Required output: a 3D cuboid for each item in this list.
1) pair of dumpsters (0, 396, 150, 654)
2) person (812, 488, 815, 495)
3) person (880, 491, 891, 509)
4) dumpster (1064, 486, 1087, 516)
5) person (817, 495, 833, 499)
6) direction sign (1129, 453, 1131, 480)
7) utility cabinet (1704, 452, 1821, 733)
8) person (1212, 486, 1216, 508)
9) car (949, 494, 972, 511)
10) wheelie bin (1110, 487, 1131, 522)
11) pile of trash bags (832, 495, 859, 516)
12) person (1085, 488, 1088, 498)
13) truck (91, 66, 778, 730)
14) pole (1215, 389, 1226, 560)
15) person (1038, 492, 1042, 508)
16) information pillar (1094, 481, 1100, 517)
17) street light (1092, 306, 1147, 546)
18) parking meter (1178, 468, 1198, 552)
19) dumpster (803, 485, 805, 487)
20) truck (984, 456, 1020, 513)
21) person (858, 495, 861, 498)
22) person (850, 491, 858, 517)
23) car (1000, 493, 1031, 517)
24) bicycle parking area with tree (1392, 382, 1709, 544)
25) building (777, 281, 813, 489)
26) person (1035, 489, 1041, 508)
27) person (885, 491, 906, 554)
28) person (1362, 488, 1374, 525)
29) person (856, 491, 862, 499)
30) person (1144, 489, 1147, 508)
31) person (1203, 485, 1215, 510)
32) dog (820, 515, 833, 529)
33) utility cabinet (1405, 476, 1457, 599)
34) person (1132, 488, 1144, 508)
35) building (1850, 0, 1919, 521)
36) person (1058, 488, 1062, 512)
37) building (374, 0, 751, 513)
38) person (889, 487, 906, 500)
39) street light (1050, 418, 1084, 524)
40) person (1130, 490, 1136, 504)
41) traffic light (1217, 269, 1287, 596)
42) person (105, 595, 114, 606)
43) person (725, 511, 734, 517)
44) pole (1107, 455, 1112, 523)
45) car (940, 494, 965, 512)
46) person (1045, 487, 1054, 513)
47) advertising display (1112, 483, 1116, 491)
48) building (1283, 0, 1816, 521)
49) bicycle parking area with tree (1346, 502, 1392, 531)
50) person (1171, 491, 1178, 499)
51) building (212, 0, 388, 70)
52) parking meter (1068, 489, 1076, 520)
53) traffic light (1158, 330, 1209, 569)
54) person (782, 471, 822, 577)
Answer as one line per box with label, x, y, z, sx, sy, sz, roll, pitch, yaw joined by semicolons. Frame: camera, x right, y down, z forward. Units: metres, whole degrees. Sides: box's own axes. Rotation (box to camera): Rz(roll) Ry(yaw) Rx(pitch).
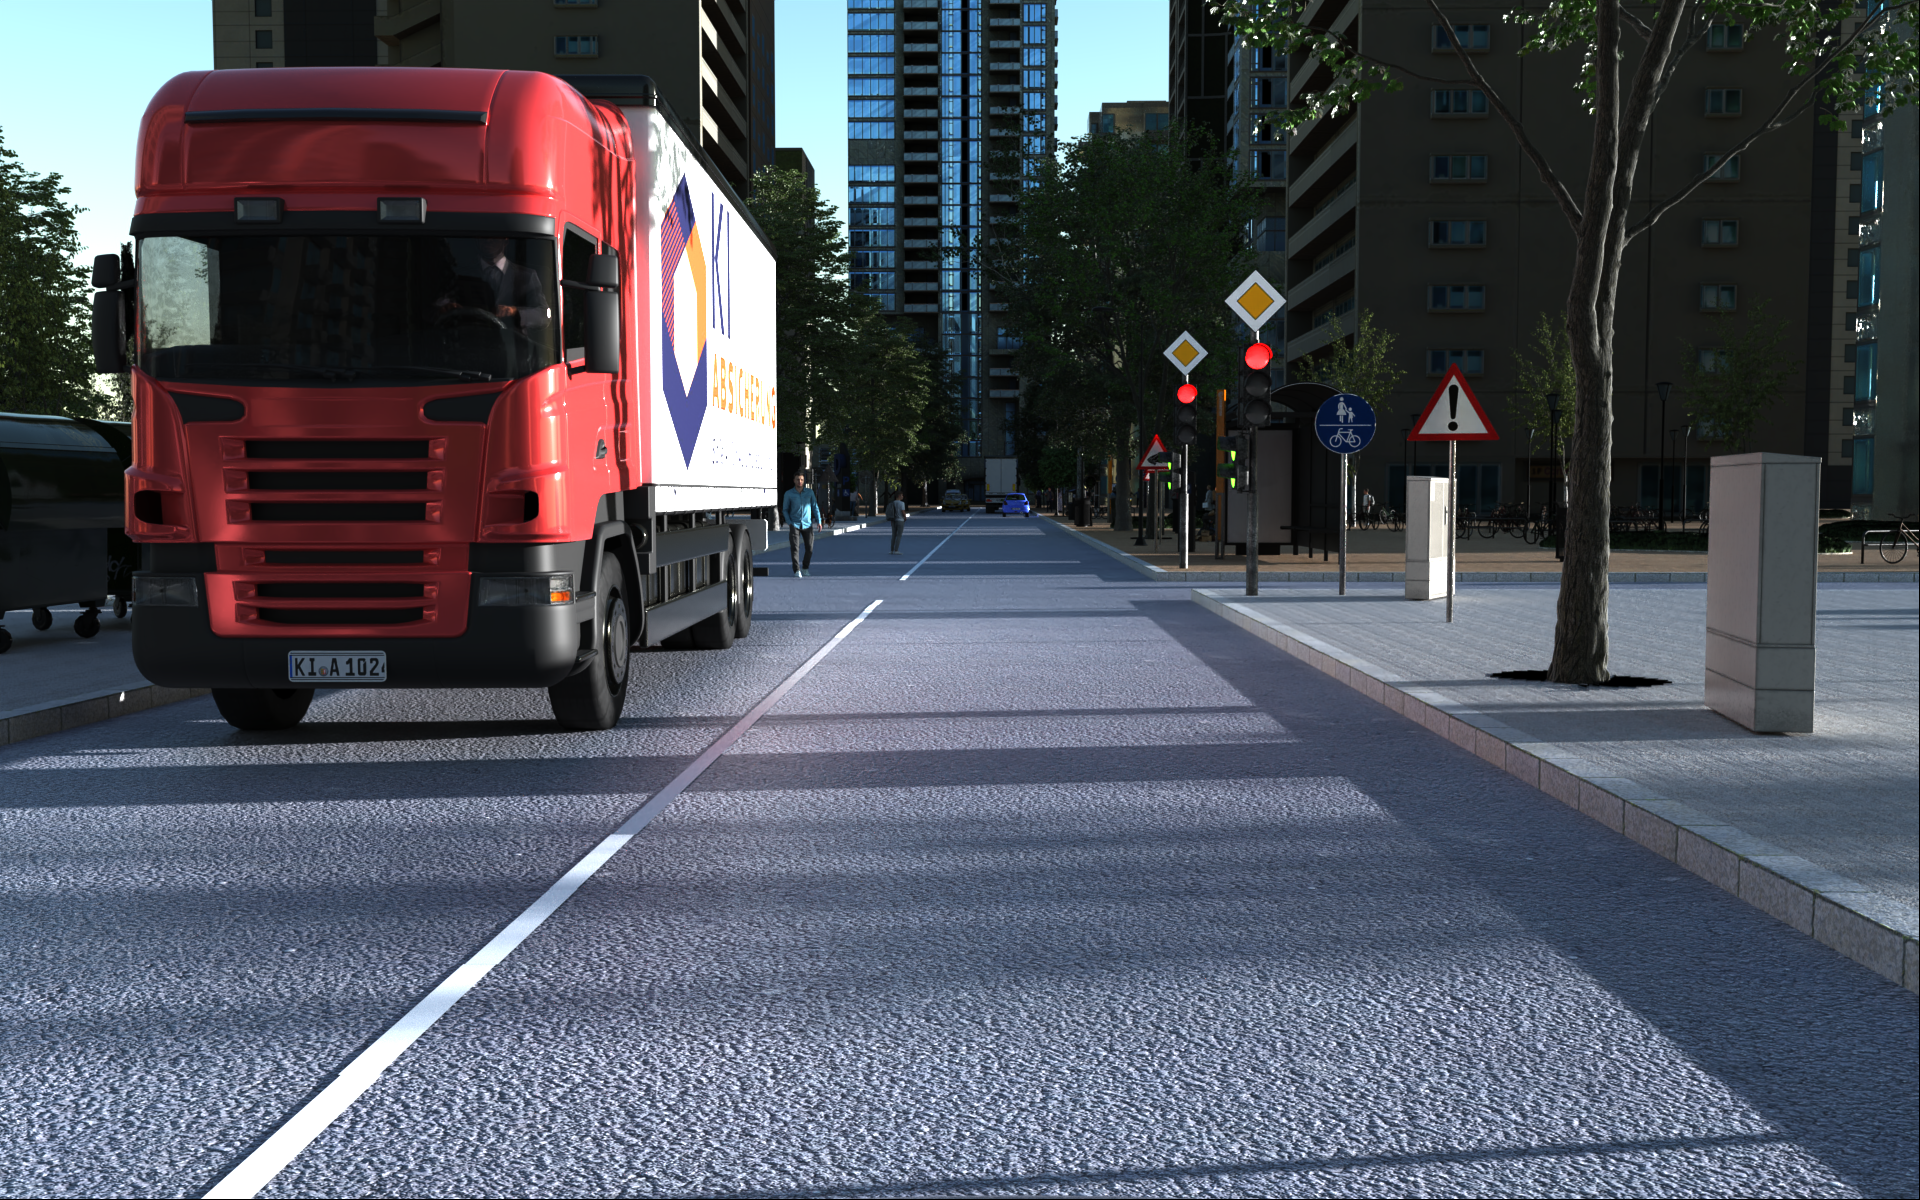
pair of dumpsters;-8.205;-0.814;15.803;1.574;2.255;4.437;0;4;1
person;-12.054;-8.281;141.965;1.217;1.766;0.721;1;4;13
person;-6.365;-8.758;148.870;1.348;1.869;0.705;-3;5;-43
dumpster;6.867;-5.932;102.746;1.264;1.857;1.865;0;4;1
person;-9.087;-6.719;116.035;1.348;1.807;0.705;1;4;19
direction sign;9.126;-6.252;94.223;0.379;3.537;0.876;2;4;26
utility cabinet;4.487;-0.062;9.701;0.318;1.500;1.173;1;4;11
person;17.041;-6.698;115.651;0.705;1.812;1.348;-2;4;-33
car;-0.020;-8.220;144.621;2.015;1.641;3.980;0;4;2
wheelie bin;6.736;-3.984;73.051;0.980;1.594;0.693;-2;4;-33
pile of trash bags;-6.958;-5.564;100.723;1.912;1.369;3.447;-1;4;-9
person;9.283;-7.381;127.654;0.436;1.711;0.756;0;4;7
truck;-3.264;-1.529;13.910;2.839;4.237;11.283;0;3;0
pole;5.100;-2.450;33.894;0.158;3.312;0.155;0;3;0
person;7.468;-9.546;162.929;0.445;1.727;0.742;1;4;11
information pillar;7.636;-5.626;96.473;0.304;2.012;0.304;1;4;14
street light;3.964;-4.311;43.025;1.470;5.913;1.316;0;4;1
parking meter;5.042;-1.997;38.355;0.399;1.863;0.255;1;4;17
dumpster;-7.729;-4.528;79.788;1.264;1.857;1.865;0;4;1
truck;3.176;-8.726;131.576;2.839;4.237;11.283;0;4;2
person;-6.913;-6.485;112.777;1.217;1.736;0.721;-1;4;-23
person;-5.970;-5.370;94.511;0.731;1.740;0.598;-2;4;-24
car;3.513;-6.101;109.344;1.945;1.707;3.694;0;4;1
bicycle parking area with tree;17.300;-3.667;46.964;9.016;4.147;8.231;0;4;1
building;-29.253;-19.074;156.895;28.899;21.520;27.650;0;4;1
person;7.242;-9.531;161.740;0.709;1.838;0.599;-3;5;-43
person;-1.518;-1.837;41.134;0.503;1.515;0.523;0;4;2
person;16.706;-3.816;71.024;0.503;1.515;0.523;3;5;41
person;-6.714;-6.303;109.115;1.348;1.822;0.705;-2;4;-31
person;17.325;-9.422;161.003;0.530;1.710;0.541;1;4;16
person;13.706;-5.435;95.264;0.694;1.780;0.624;-3;5;-39
dog;-4.996;-2.918;64.543;0.406;0.507;0.540;1;4;9
utility cabinet;5.798;-0.770;21.269;0.318;1.500;1.173;2;4;30
person;16.706;-9.534;161.901;1.348;1.826;0.705;0;4;-5
building;46.076;-26.547;53.645;30.456;49.044;23.786;0;4;1
person;6.927;-6.967;120.621;0.551;1.740;0.621;1;4;17
building;-26.283;-30.130;116.326;21.300;48.544;21.600;0;4;1
person;-4.557;-7.309;125.515;1.348;1.831;0.705;1;4;17
street light;4.640;-6.167;73.372;1.470;5.913;1.316;0;4;1
person;16.622;-9.966;169.515;1.217;1.766;0.721;0;4;4
traffic light;3.676;-2.011;21.806;0.839;4.253;0.868;0;4;1
person;-9.834;-0.780;19.807;0.512;1.701;0.522;3;5;42
person;-12.907;-5.569;96.941;0.795;1.843;0.661;2;4;24
pole;6.671;-5.094;77.132;0.158;3.312;0.155;0;3;0
car;-0.578;-7.849;138.554;2.015;1.641;3.980;0;4;1
person;6.213;-6.958;120.338;0.617;1.759;0.750;0;4;6
advertising display;9.238;-5.994;103.217;0.123;1.923;0.974;-2;4;-30
building;29.629;-28.582;91.024;21.300;48.544;21.600;0;4;1
bicycle parking area with tree;18.400;-4.501;60.586;9.016;4.147;8.231;-2;4;-35
person;16.193;-7.437;128.354;1.217;1.743;0.721;2;4;25
building;-53.926;-44.115;159.535;20.611;71.187;20.563;0;4;1
parking meter;5.573;-4.750;86.080;0.372;1.533;0.369;0;3;0
traffic light;3.842;-2.500;29.789;0.839;4.253;0.868;0;4;1
person;-2.756;-1.318;30.077;0.660;1.820;0.620;-1;4;-20
